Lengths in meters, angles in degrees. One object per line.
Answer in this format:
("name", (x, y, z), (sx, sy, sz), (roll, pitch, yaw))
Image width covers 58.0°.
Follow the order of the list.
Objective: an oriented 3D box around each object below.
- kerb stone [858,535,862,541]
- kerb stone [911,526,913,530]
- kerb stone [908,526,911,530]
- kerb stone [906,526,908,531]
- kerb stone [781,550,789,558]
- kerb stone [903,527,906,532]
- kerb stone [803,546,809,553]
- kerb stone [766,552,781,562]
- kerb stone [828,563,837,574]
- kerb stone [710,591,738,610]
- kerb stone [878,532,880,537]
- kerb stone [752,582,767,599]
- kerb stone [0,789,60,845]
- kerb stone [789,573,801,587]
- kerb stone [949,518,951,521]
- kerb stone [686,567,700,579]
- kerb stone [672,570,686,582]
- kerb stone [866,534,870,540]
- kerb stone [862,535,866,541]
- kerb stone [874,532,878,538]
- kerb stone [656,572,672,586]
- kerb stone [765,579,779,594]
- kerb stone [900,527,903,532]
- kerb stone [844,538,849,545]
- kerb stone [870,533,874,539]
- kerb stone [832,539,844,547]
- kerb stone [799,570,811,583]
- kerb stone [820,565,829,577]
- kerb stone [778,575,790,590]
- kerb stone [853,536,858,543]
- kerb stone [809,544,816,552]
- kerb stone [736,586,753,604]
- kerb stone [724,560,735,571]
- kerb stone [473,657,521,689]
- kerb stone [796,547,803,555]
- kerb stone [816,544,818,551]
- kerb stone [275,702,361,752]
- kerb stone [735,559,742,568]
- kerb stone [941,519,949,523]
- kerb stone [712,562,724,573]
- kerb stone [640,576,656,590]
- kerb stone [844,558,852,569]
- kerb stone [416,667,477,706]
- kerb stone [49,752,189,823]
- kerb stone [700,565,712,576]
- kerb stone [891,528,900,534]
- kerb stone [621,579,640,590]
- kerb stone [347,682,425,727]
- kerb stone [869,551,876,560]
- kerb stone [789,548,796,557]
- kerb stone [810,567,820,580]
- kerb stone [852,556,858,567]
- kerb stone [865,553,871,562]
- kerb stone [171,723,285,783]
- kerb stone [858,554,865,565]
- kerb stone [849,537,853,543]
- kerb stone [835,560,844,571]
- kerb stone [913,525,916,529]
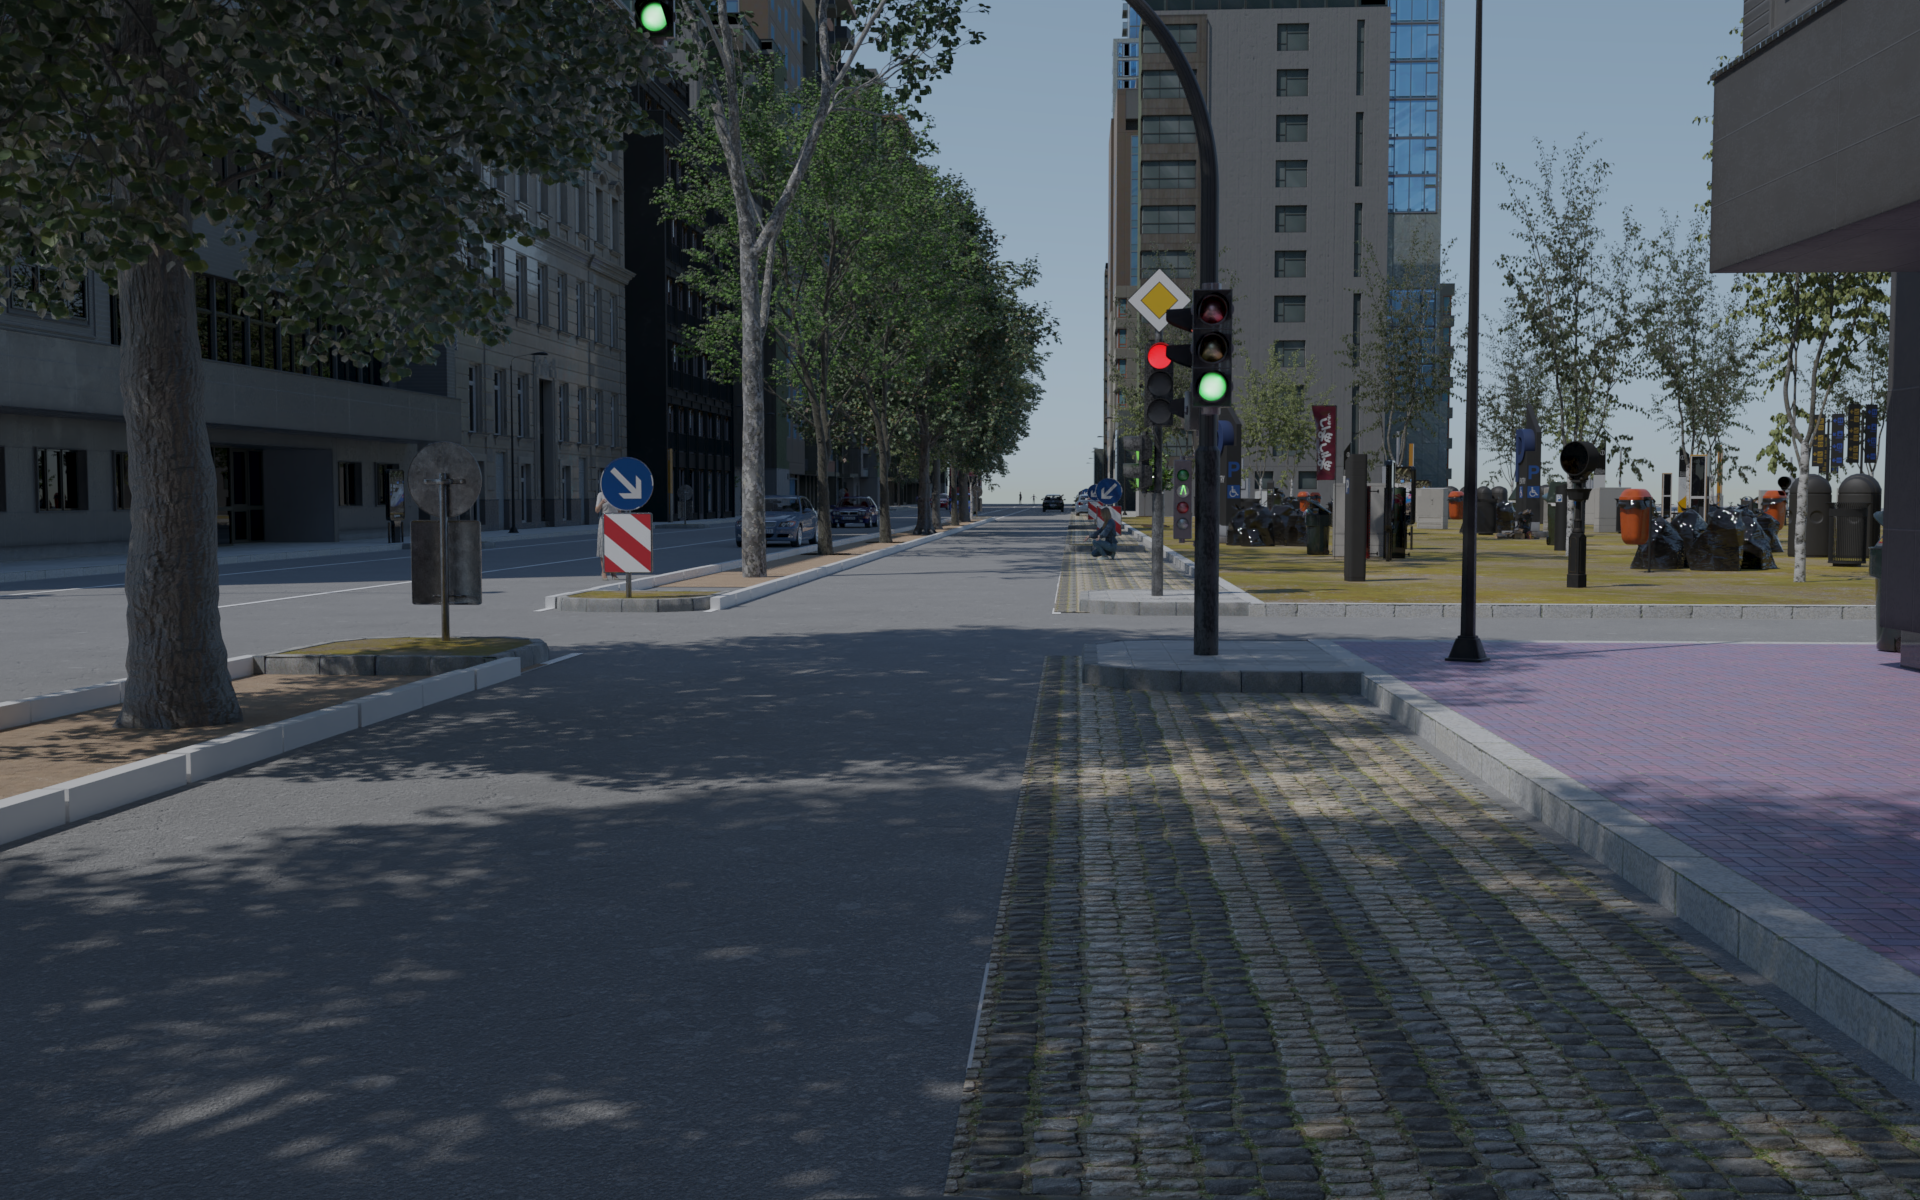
("kerb stone", (-3.125, -1.809, 51.778), (0.120, 0.150, 1.000), (0, 4, 4))
("kerb stone", (-2.046, -2.808, 68.112), (0.120, 0.150, 1.000), (0, 4, 4))
("kerb stone", (-2.108, -2.746, 67.092), (0.120, 0.150, 1.000), (0, 4, 4))
("kerb stone", (-2.179, -2.684, 66.072), (0.120, 0.150, 1.000), (0, 4, 4))
("kerb stone", (-3.998, -0.987, 38.471), (0.120, 0.150, 1.000), (0, 4, 4))
("kerb stone", (-2.241, -2.620, 65.052), (0.120, 0.150, 1.000), (0, 4, 4))
("kerb stone", (-3.809, -1.180, 41.544), (0.120, 0.150, 1.000), (0, 4, 4))
("kerb stone", (-4.071, -0.928, 37.447), (0.120, 0.150, 1.000), (0, 4, 4))
("kerb stone", (-2.385, -0.543, 31.118), (0.120, 0.150, 1.000), (0, 4, 4))
("kerb stone", (-2.994, 0.017, 21.910), (0.120, 0.150, 1.000), (0, 4, 4))
("kerb stone", (-2.781, -2.122, 56.885), (0.120, 0.150, 1.000), (0, 4, 4))
("kerb stone", (-2.857, -0.108, 23.958), (0.120, 0.150, 1.000), (0, 4, 4))
("kerb stone", (-3.980, 0.928, 7.029), (0.120, 0.150, 1.000), (0, 4, 4))
("kerb stone", (-2.660, -0.296, 27.030), (0.120, 0.150, 1.000), (0, 4, 4))
("kerb stone", (-0.702, -4.057, 88.545), (0.120, 0.150, 1.000), (0, 4, 4))
("kerb stone", (-4.610, -0.433, 29.281), (0.120, 0.150, 1.000), (0, 4, 4))
("kerb stone", (-4.684, -0.368, 28.258), (0.120, 0.150, 1.000), (0, 4, 4))
("kerb stone", (-2.985, -1.934, 53.823), (0.120, 0.150, 1.000), (0, 4, 4))
("kerb stone", (-3.052, -1.872, 52.797), (0.120, 0.150, 1.000), (0, 4, 4))
("kerb stone", (-2.857, -2.059, 55.866), (0.120, 0.150, 1.000), (0, 4, 4))
("kerb stone", (-4.743, -0.305, 27.237), (0.120, 0.150, 1.000), (0, 4, 4))
("kerb stone", (-2.794, -0.171, 24.985), (0.120, 0.150, 1.000), (0, 4, 4))
("kerb stone", (-2.315, -2.558, 64.033), (0.120, 0.150, 1.000), (0, 4, 4))
("kerb stone", (-3.322, -1.622, 48.712), (0.120, 0.150, 1.000), (0, 4, 4))
("kerb stone", (-2.920, -1.994, 54.846), (0.120, 0.150, 1.000), (0, 4, 4))
("kerb stone", (-3.394, -1.559, 47.690), (0.120, 0.150, 1.000), (0, 4, 4))
("kerb stone", (-2.588, -0.358, 28.050), (0.120, 0.150, 1.000), (0, 4, 4))
("kerb stone", (-2.452, -0.483, 30.098), (0.120, 0.150, 1.000), (0, 4, 4))
("kerb stone", (-2.726, -0.233, 26.005), (0.120, 0.150, 1.000), (0, 4, 4))
("kerb stone", (-3.186, -1.744, 50.757), (0.120, 0.150, 1.000), (0, 4, 4))
("kerb stone", (-3.733, -1.246, 42.563), (0.120, 0.150, 1.000), (0, 4, 4))
("kerb stone", (-2.925, -0.045, 22.938), (0.120, 0.150, 1.000), (0, 4, 4))
("kerb stone", (-4.408, -0.621, 32.344), (0.120, 0.150, 1.000), (0, 4, 4))
("kerb stone", (-3.565, 0.558, 13.188), (0.120, 0.150, 1.000), (0, 4, 4))
("kerb stone", (-3.873, -1.121, 40.524), (0.120, 0.150, 1.000), (0, 4, 4))
("kerb stone", (-3.664, -1.308, 43.589), (0.120, 0.150, 1.000), (0, 4, 4))
("kerb stone", (-3.781, 0.746, 10.117), (0.120, 0.150, 1.000), (0, 4, 4))
("kerb stone", (-4.343, -0.680, 33.364), (0.120, 0.150, 1.000), (0, 4, 4))
("kerb stone", (-0.763, -3.996, 87.522), (0.120, 0.150, 1.000), (0, 4, 4))
("kerb stone", (-4.477, -0.555, 31.321), (0.120, 0.150, 1.000), (0, 4, 4))
("kerb stone", (-4.813, -0.246, 26.214), (0.120, 0.150, 1.000), (0, 4, 4))
("kerb stone", (-2.245, -0.671, 33.169), (0.120, 0.150, 1.000), (0, 4, 4))
("kerb stone", (-3.643, 0.613, 12.168), (0.120, 0.150, 1.000), (0, 4, 4))
("kerb stone", (-3.909, 0.867, 8.049), (0.120, 0.150, 1.000), (0, 4, 4))
("kerb stone", (-4.544, -0.496, 30.301), (0.120, 0.150, 1.000), (0, 4, 4))
("kerb stone", (-2.381, -2.496, 63.013), (0.120, 0.150, 1.000), (0, 4, 4))
("kerb stone", (-4.877, -0.183, 25.193), (0.120, 0.150, 1.000), (0, 4, 4))
("kerb stone", (-3.703, 0.676, 11.138), (0.120, 0.150, 1.000), (0, 4, 4))
("kerb stone", (-1.980, -0.921, 37.258), (0.120, 0.150, 1.000), (0, 4, 4))
("kerb stone", (-3.933, -1.058, 39.494), (0.120, 0.150, 1.000), (0, 4, 4))
("kerb stone", (-2.525, -0.419, 29.078), (0.120, 0.150, 1.000), (0, 4, 4))
("kerb stone", (-2.182, -0.734, 34.199), (0.120, 0.150, 1.000), (0, 4, 4))
("kerb stone", (-2.043, -0.859, 36.238), (0.120, 0.150, 1.000), (0, 4, 4))
("kerb stone", (-3.841, 0.802, 9.089), (0.120, 0.150, 1.000), (0, 4, 4))
("kerb stone", (-2.114, -0.793, 35.219), (0.120, 0.150, 1.000), (0, 4, 4))
("kerb stone", (-3.259, -1.684, 49.733), (0.120, 0.150, 1.000), (0, 4, 4))
("kerb stone", (-2.324, -0.606, 32.149), (0.120, 0.150, 1.000), (0, 4, 4))
("kerb stone", (-1.977, -2.871, 69.138), (0.120, 0.150, 1.000), (0, 4, 4))
